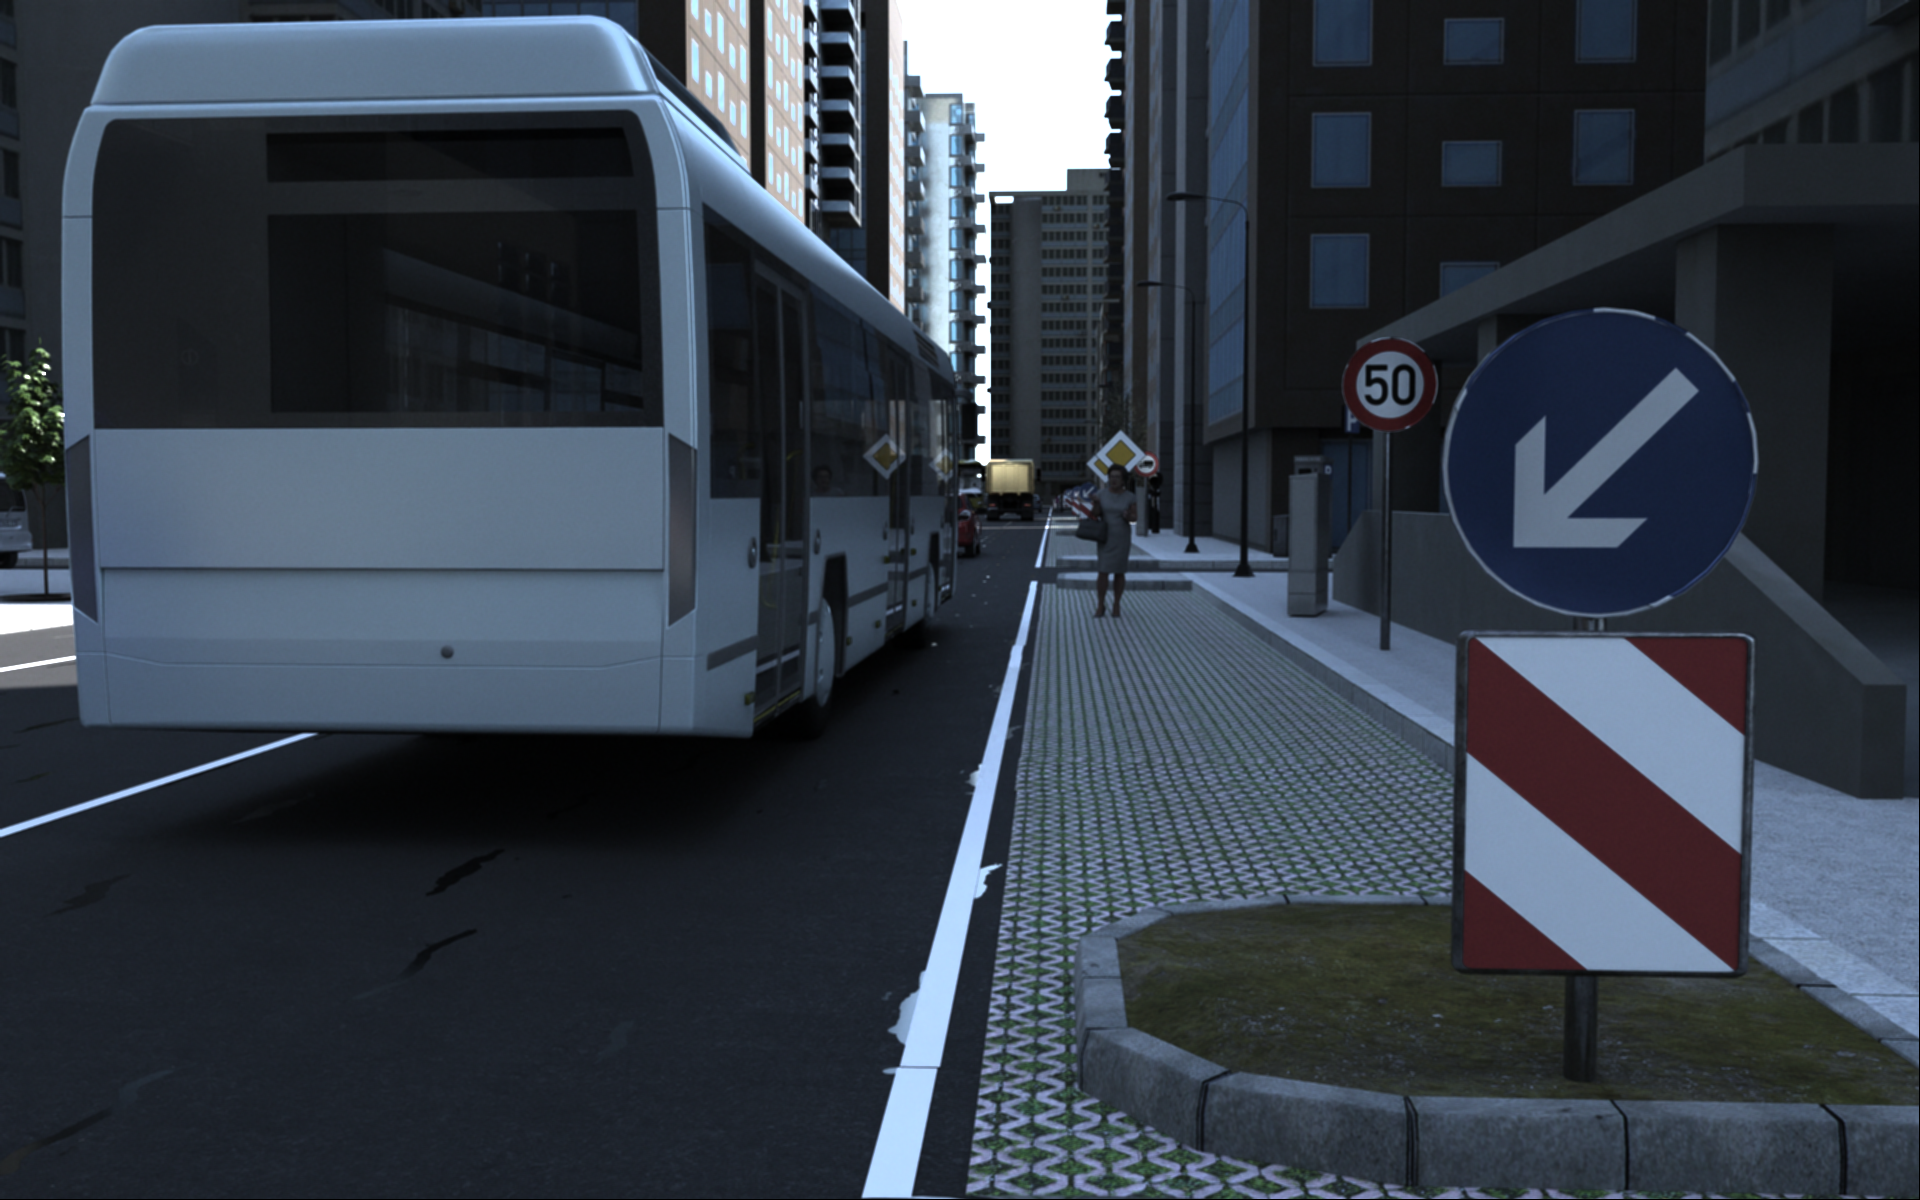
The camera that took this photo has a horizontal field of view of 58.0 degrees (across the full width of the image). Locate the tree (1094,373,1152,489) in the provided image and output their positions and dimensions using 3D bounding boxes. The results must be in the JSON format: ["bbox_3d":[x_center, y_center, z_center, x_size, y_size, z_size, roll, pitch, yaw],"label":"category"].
[{"bbox_3d":[9.982,-9.429,104.522,4.360,8.622,3.978,0,3,0],"label":"tree"}]

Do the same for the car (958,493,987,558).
[{"bbox_3d":[-0.458,-1.930,40.592,2.155,1.783,4.494,0,4,3],"label":"car"}]

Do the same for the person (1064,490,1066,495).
[{"bbox_3d":[9.350,-8.900,154.568,0.434,1.755,0.990,2,4,32],"label":"person"}]

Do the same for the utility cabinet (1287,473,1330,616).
[{"bbox_3d":[3.728,-0.604,18.553,0.318,1.500,1.173,1,4,18],"label":"utility cabinet"}]

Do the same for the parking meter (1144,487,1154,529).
[{"bbox_3d":[6.863,-3.338,62.995,0.372,1.533,0.369,0,3,0],"label":"parking meter"}]

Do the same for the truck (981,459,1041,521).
[{"bbox_3d":[2.801,-6.113,95.879,3.469,3.379,9.791,0,4,2],"label":"truck"}]

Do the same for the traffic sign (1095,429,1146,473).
[{"bbox_3d":[2.490,-1.423,26.904,0.795,2.450,0.064,0,4,3],"label":"traffic sign"}]

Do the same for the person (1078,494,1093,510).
[{"bbox_3d":[5.518,-4.101,75.908,0.716,1.782,0.532,1,4,16],"label":"person"}]

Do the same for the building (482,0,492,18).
[{"bbox_3d":[-17.136,-25.953,74.440,14.600,45.320,14.200,0,4,3],"label":"building"}]

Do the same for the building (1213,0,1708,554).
[{"bbox_3d":[13.700,-23.963,41.898,14.200,45.320,14.600,0,4,3],"label":"building"}]

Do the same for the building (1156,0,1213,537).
[{"bbox_3d":[17.929,-31.905,63.648,21.231,58.520,28.212,0,4,3],"label":"building"}]

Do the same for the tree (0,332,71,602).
[{"bbox_3d":[-11.110,-1.603,20.816,1.663,3.219,1.824,0,3,0],"label":"tree"}]

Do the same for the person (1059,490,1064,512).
[{"bbox_3d":[7.830,-7.687,134.904,0.721,1.735,1.217,-1,4,-14],"label":"person"}]

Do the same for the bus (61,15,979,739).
[{"bbox_3d":[-1.747,-1.131,13.356,2.948,3.499,13.247,0,4,5],"label":"bus"}]

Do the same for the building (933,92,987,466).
[{"bbox_3d":[-11.998,-35.896,206.501,30.456,49.044,23.786,0,4,3],"label":"building"}]

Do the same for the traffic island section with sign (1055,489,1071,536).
[{"bbox_3d":[4.322,-3.136,59.901,1.989,1.847,2.006,0,4,3],"label":"traffic island section with sign"}]

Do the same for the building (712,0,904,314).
[{"bbox_3d":[-12.264,-30.480,148.454,14.600,45.320,14.200,0,4,3],"label":"building"}]

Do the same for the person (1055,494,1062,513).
[{"bbox_3d":[7.478,-7.337,131.678,0.599,1.433,0.991,-2,4,-31],"label":"person"}]

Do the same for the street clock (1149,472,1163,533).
[{"bbox_3d":[6.391,-3.179,56.542,0.358,2.002,0.471,-2,4,-32],"label":"street clock"}]

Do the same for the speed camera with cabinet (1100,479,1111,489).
[{"bbox_3d":[8.926,-6.471,100.140,0.660,3.252,2.038,3,5,40],"label":"speed camera with cabinet"}]

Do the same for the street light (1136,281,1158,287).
[{"bbox_3d":[4.542,-3.995,37.852,1.470,5.913,1.316,0,4,3],"label":"street light"}]

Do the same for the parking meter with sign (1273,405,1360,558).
[{"bbox_3d":[7.082,-2.349,34.671,1.738,3.016,0.543,3,5,44],"label":"parking meter with sign"}]

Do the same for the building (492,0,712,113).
[{"bbox_3d":[-16.618,-27.348,97.254,14.600,45.320,14.200,0,4,3],"label":"building"}]

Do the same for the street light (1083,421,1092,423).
[{"bbox_3d":[8.516,-8.395,109.795,1.470,5.913,1.316,0,4,3],"label":"street light"}]

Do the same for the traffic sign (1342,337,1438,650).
[{"bbox_3d":[3.501,-0.861,14.189,0.768,2.556,0.104,0,4,5],"label":"traffic sign"}]

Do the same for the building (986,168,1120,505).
[{"bbox_3d":[15.390,-31.629,209.018,23.993,40.220,32.217,0,4,3],"label":"building"}]

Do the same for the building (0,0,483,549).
[{"bbox_3d":[-27.254,-21.785,48.061,32.217,40.220,23.993,0,4,3],"label":"building"}]

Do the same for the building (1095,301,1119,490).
[{"bbox_3d":[27.389,-19.835,169.338,27.650,21.520,28.899,0,4,3],"label":"building"}]

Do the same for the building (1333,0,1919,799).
[{"bbox_3d":[20.247,-19.585,12.094,32.217,40.220,23.993,0,4,3],"label":"building"}]

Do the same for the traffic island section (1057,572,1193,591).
[{"bbox_3d":[2.514,-0.287,26.980,2.009,0.180,2.903,0,4,3],"label":"traffic island section"}]

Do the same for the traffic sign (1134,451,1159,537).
[{"bbox_3d":[5.546,-3.152,51.648,0.768,2.556,0.104,0,4,7],"label":"traffic sign"}]

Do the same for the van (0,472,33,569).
[{"bbox_3d":[-19.104,-1.484,31.274,4.112,2.044,2.013,0,4,3],"label":"van"}]

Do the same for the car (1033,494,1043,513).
[{"bbox_3d":[5.477,-7.480,134.295,2.014,1.417,4.499,0,4,2],"label":"car"}]

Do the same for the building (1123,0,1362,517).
[{"bbox_3d":[18.390,-28.594,117.625,14.600,45.320,14.200,0,4,3],"label":"building"}]

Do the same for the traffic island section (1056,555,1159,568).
[{"bbox_3d":[2.950,-0.775,34.953,2.009,0.180,2.903,0,4,3],"label":"traffic island section"}]

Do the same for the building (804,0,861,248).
[{"bbox_3d":[-17.731,-49.678,124.903,22.319,86.520,31.000,0,4,3],"label":"building"}]

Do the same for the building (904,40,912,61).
[{"bbox_3d":[-19.091,-33.948,174.657,30.456,49.044,23.786,0,4,3],"label":"building"}]

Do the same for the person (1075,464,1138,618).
[{"bbox_3d":[1.688,-0.679,19.964,0.716,1.782,0.532,0,4,7],"label":"person"}]

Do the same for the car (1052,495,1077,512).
[{"bbox_3d":[8.523,-7.849,140.700,2.083,1.381,4.827,0,4,2],"label":"car"}]

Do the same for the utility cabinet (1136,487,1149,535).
[{"bbox_3d":[5.663,-2.755,53.724,0.318,1.500,1.173,1,4,11],"label":"utility cabinet"}]

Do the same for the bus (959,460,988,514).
[{"bbox_3d":[0.717,-8.305,127.334,2.896,3.916,12.252,0,4,3],"label":"bus"}]

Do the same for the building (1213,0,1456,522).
[{"bbox_3d":[17.511,-27.104,93.268,14.600,45.320,14.200,0,4,3],"label":"building"}]

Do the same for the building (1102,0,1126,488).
[{"bbox_3d":[22.775,-29.662,139.602,22.147,44.769,28.867,0,4,3],"label":"building"}]

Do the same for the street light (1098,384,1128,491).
[{"bbox_3d":[6.529,-6.174,73.483,1.470,5.913,1.316,0,4,3],"label":"street light"}]

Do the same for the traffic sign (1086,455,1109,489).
[{"bbox_3d":[2.926,-1.910,34.877,0.795,2.450,0.064,0,4,3],"label":"traffic sign"}]

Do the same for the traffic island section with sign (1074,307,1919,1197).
[{"bbox_3d":[1.300,0.254,4.482,1.989,1.847,2.006,0,4,3],"label":"traffic island section with sign"}]

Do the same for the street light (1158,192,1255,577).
[{"bbox_3d":[3.872,-3.317,26.779,1.470,5.913,1.316,0,4,3],"label":"street light"}]
